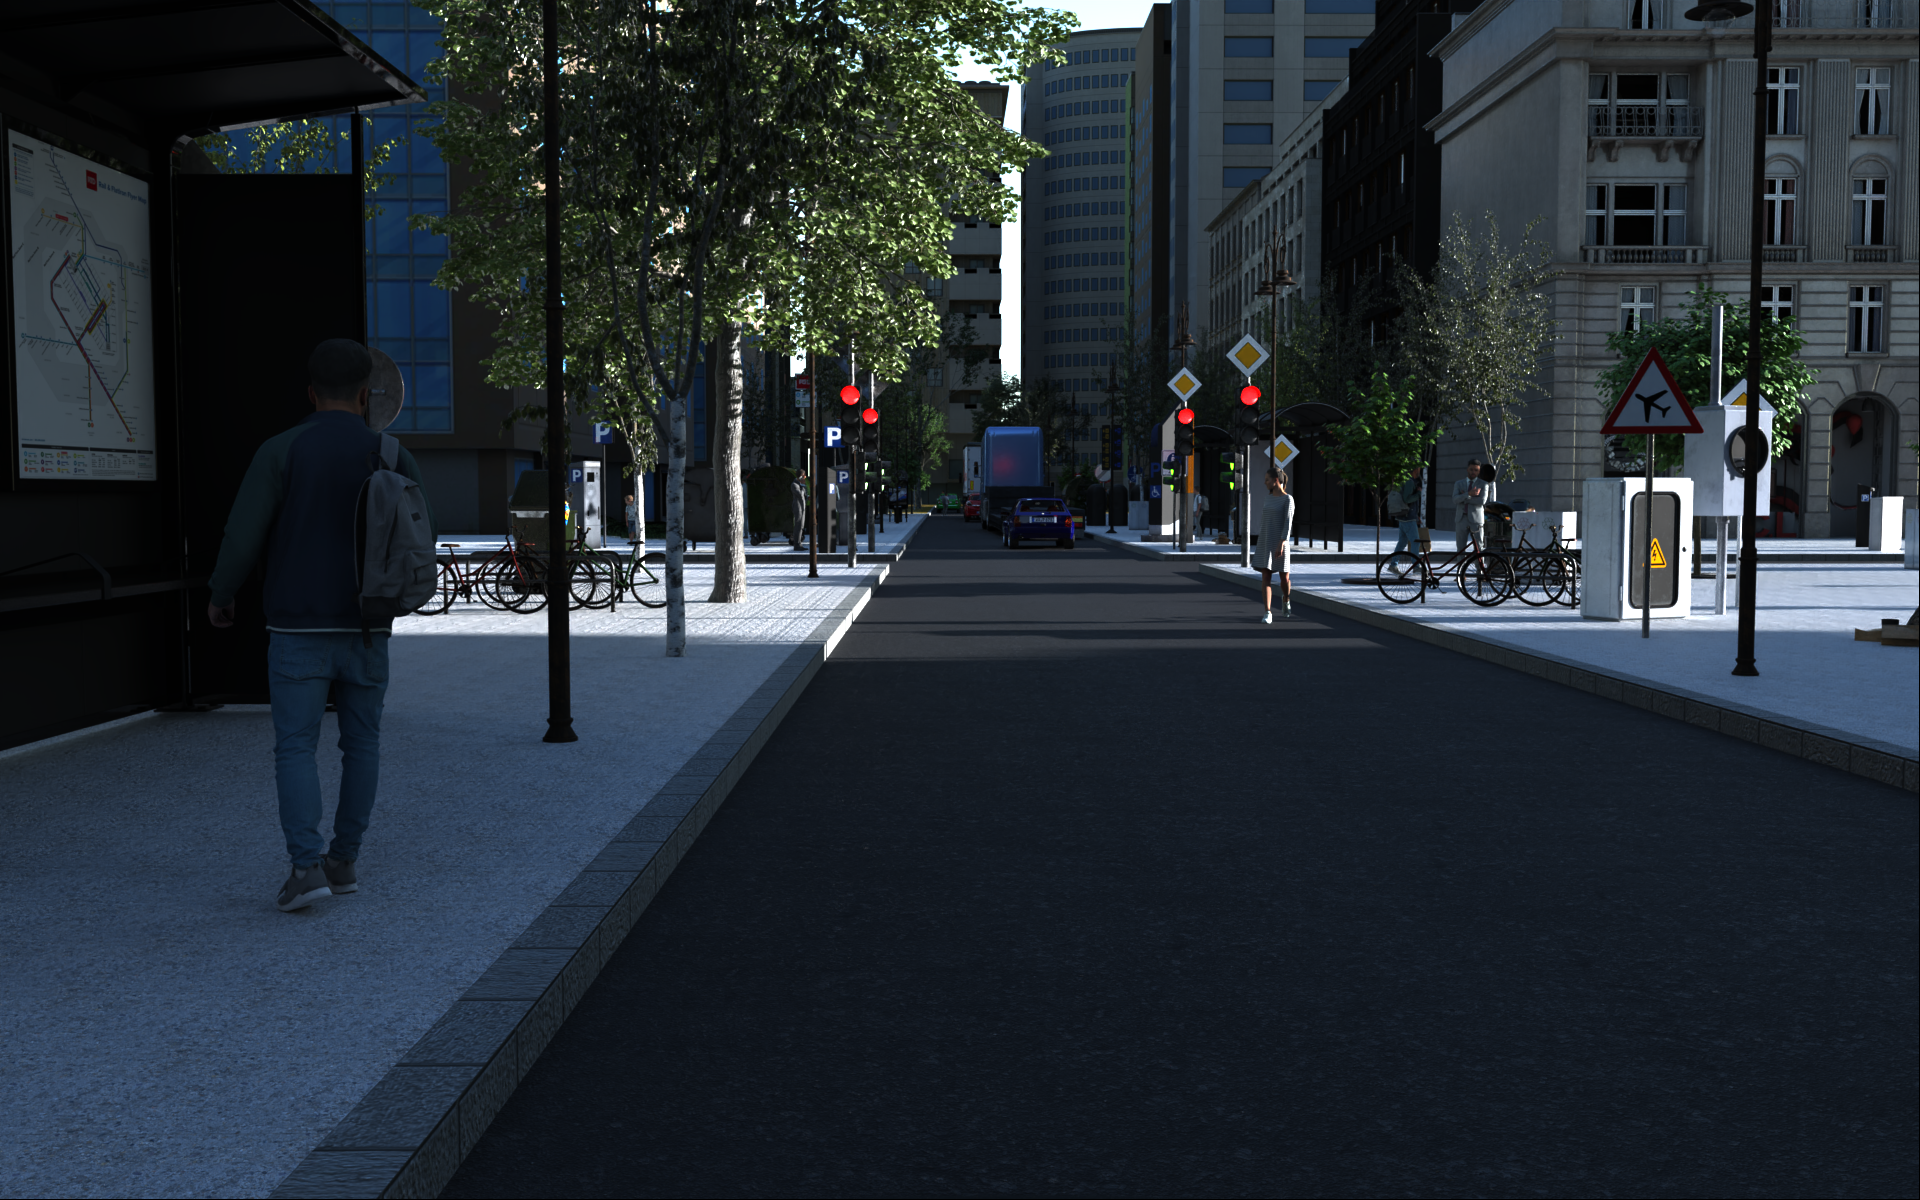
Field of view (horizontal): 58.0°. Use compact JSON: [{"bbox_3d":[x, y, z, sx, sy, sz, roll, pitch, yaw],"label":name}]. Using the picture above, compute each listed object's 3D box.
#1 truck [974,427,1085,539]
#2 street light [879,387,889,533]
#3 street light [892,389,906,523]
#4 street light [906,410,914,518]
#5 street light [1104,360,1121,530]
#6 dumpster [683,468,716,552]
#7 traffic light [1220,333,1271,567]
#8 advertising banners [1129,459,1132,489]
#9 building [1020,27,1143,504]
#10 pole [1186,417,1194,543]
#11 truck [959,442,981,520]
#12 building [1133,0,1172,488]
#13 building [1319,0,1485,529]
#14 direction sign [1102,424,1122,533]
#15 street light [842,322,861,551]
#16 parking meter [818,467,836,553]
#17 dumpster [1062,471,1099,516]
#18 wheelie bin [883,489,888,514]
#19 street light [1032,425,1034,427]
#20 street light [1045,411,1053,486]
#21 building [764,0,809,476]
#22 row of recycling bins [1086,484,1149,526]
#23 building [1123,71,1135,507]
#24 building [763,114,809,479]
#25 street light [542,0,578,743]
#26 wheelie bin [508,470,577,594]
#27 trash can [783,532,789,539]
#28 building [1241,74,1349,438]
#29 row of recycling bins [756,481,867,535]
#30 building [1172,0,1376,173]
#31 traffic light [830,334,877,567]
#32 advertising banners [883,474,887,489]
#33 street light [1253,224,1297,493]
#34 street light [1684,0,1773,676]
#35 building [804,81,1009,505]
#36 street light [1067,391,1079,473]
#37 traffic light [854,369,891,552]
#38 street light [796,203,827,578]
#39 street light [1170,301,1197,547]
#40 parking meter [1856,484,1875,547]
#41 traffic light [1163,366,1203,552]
[{"bbox_3d":[2.365,-4.509,63.483,2.967,4.110,18.799,0,4,-2],"label":"truck"},{"bbox_3d":[-2.601,-5.168,57.279,0.468,5.910,1.993,0,4,0],"label":"street light"},{"bbox_3d":[-2.733,-6.275,75.389,0.468,5.910,1.993,0,4,0],"label":"street light"},{"bbox_3d":[-2.886,-7.353,93.008,0.468,5.910,1.993,0,4,0],"label":"street light"},{"bbox_3d":[5.244,-5.308,59.581,0.468,5.910,1.993,0,4,0],"label":"street light"},{"bbox_3d":[-5.600,-2.011,38.639,1.264,1.857,1.865,0,4,0],"label":"dumpster"},{"bbox_3d":[4.989,-2.530,30.282,0.839,4.253,0.868,0,4,0],"label":"traffic light"},{"bbox_3d":[8.542,-5.452,85.325,0.090,3.025,2.074,0,4,-5],"label":"advertising banners"},{"bbox_3d":[22.077,-41.339,217.888,28.212,58.520,21.231,0,4,0],"label":"building"},{"bbox_3d":[5.986,-3.138,45.144,0.158,3.312,0.155,0,3,0],"label":"pole"},{"bbox_3d":[1.457,-6.777,99.718,2.839,4.237,11.283,0,4,-1],"label":"truck"},{"bbox_3d":[23.441,-30.996,156.893,14.600,45.320,14.200,0,4,0],"label":"building"},{"bbox_3d":[22.566,-14.737,70.630,12.332,23.373,15.834,0,4,0],"label":"building"},{"bbox_3d":[4.958,-3.953,56.625,0.379,3.537,0.876,-3,5,-41],"label":"direction sign"},{"bbox_3d":[-2.403,-4.051,39.028,0.468,5.910,1.993,0,4,0],"label":"street light"},{"bbox_3d":[-2.880,-1.950,37.595,0.255,1.863,0.399,2,4,27],"label":"parking meter"},{"bbox_3d":[5.195,-4.382,74.137,1.502,2.255,1.985,0,4,-1],"label":"dumpster"},{"bbox_3d":[-4.895,-6.279,110.564,0.693,1.594,0.980,1,4,14],"label":"wheelie bin"},{"bbox_3d":[4.764,-8.580,113.064,0.468,5.910,1.993,0,4,0],"label":"street light"},{"bbox_3d":[4.875,-7.484,95.149,0.468,5.910,1.993,0,4,0],"label":"street light"},{"bbox_3d":[-35.028,-55.329,217.300,31.000,86.520,22.319,0,4,0],"label":"building"},{"bbox_3d":[6.857,-3.835,69.814,3.534,1.692,1.069,0,4,5],"label":"row of recycling bins"},{"bbox_3d":[23.096,-29.826,171.255,14.154,41.232,14.086,0,4,0],"label":"building"},{"bbox_3d":[-29.085,-31.294,166.288,28.867,44.769,22.147,0,4,0],"label":"building"},{"bbox_3d":[-2.080,-2.205,8.834,0.468,5.910,1.993,0,4,0],"label":"street light"},{"bbox_3d":[-5.402,-0.887,22.410,0.980,1.594,0.693,1,4,19],"label":"wheelie bin"},{"bbox_3d":[-4.815,-2.347,50.035,0.748,1.137,0.748,0,3,0],"label":"trash can"},{"bbox_3d":[20.764,-14.208,87.059,10.420,20.320,16.860,0,4,0],"label":"building"},{"bbox_3d":[-4.688,-2.917,54.803,3.534,1.692,1.069,-1,4,-17],"label":"row of recycling bins"},{"bbox_3d":[27.067,-36.285,135.262,21.231,58.520,28.212,0,4,0],"label":"building"},{"bbox_3d":[-1.872,-2.525,30.208,0.839,4.253,0.868,0,4,0],"label":"traffic light"},{"bbox_3d":[-4.580,-5.874,92.221,2.074,3.025,0.090,2,4,35],"label":"advertising banners"},{"bbox_3d":[5.410,-3.494,29.921,0.468,5.910,1.993,0,4,0],"label":"street light"},{"bbox_3d":[5.570,-2.405,12.105,0.468,5.910,1.993,0,4,0],"label":"street light"},{"bbox_3d":[-5.808,-38.685,221.745,27.495,52.752,28.713,0,4,0],"label":"building"},{"bbox_3d":[5.069,-6.406,77.530,0.468,5.910,1.993,0,4,0],"label":"street light"},{"bbox_3d":[-1.939,-3.014,38.193,0.839,4.253,0.868,0,4,0],"label":"traffic light"},{"bbox_3d":[-2.258,-3.282,26.453,0.468,5.910,1.993,0,4,0],"label":"street light"},{"bbox_3d":[5.334,-4.207,41.578,0.468,5.910,1.993,0,4,0],"label":"street light"},{"bbox_3d":[21.850,-2.043,41.806,0.372,1.533,0.369,0,3,0],"label":"parking meter"},{"bbox_3d":[4.921,-3.018,38.267,0.839,4.253,0.868,0,4,0],"label":"traffic light"}]
